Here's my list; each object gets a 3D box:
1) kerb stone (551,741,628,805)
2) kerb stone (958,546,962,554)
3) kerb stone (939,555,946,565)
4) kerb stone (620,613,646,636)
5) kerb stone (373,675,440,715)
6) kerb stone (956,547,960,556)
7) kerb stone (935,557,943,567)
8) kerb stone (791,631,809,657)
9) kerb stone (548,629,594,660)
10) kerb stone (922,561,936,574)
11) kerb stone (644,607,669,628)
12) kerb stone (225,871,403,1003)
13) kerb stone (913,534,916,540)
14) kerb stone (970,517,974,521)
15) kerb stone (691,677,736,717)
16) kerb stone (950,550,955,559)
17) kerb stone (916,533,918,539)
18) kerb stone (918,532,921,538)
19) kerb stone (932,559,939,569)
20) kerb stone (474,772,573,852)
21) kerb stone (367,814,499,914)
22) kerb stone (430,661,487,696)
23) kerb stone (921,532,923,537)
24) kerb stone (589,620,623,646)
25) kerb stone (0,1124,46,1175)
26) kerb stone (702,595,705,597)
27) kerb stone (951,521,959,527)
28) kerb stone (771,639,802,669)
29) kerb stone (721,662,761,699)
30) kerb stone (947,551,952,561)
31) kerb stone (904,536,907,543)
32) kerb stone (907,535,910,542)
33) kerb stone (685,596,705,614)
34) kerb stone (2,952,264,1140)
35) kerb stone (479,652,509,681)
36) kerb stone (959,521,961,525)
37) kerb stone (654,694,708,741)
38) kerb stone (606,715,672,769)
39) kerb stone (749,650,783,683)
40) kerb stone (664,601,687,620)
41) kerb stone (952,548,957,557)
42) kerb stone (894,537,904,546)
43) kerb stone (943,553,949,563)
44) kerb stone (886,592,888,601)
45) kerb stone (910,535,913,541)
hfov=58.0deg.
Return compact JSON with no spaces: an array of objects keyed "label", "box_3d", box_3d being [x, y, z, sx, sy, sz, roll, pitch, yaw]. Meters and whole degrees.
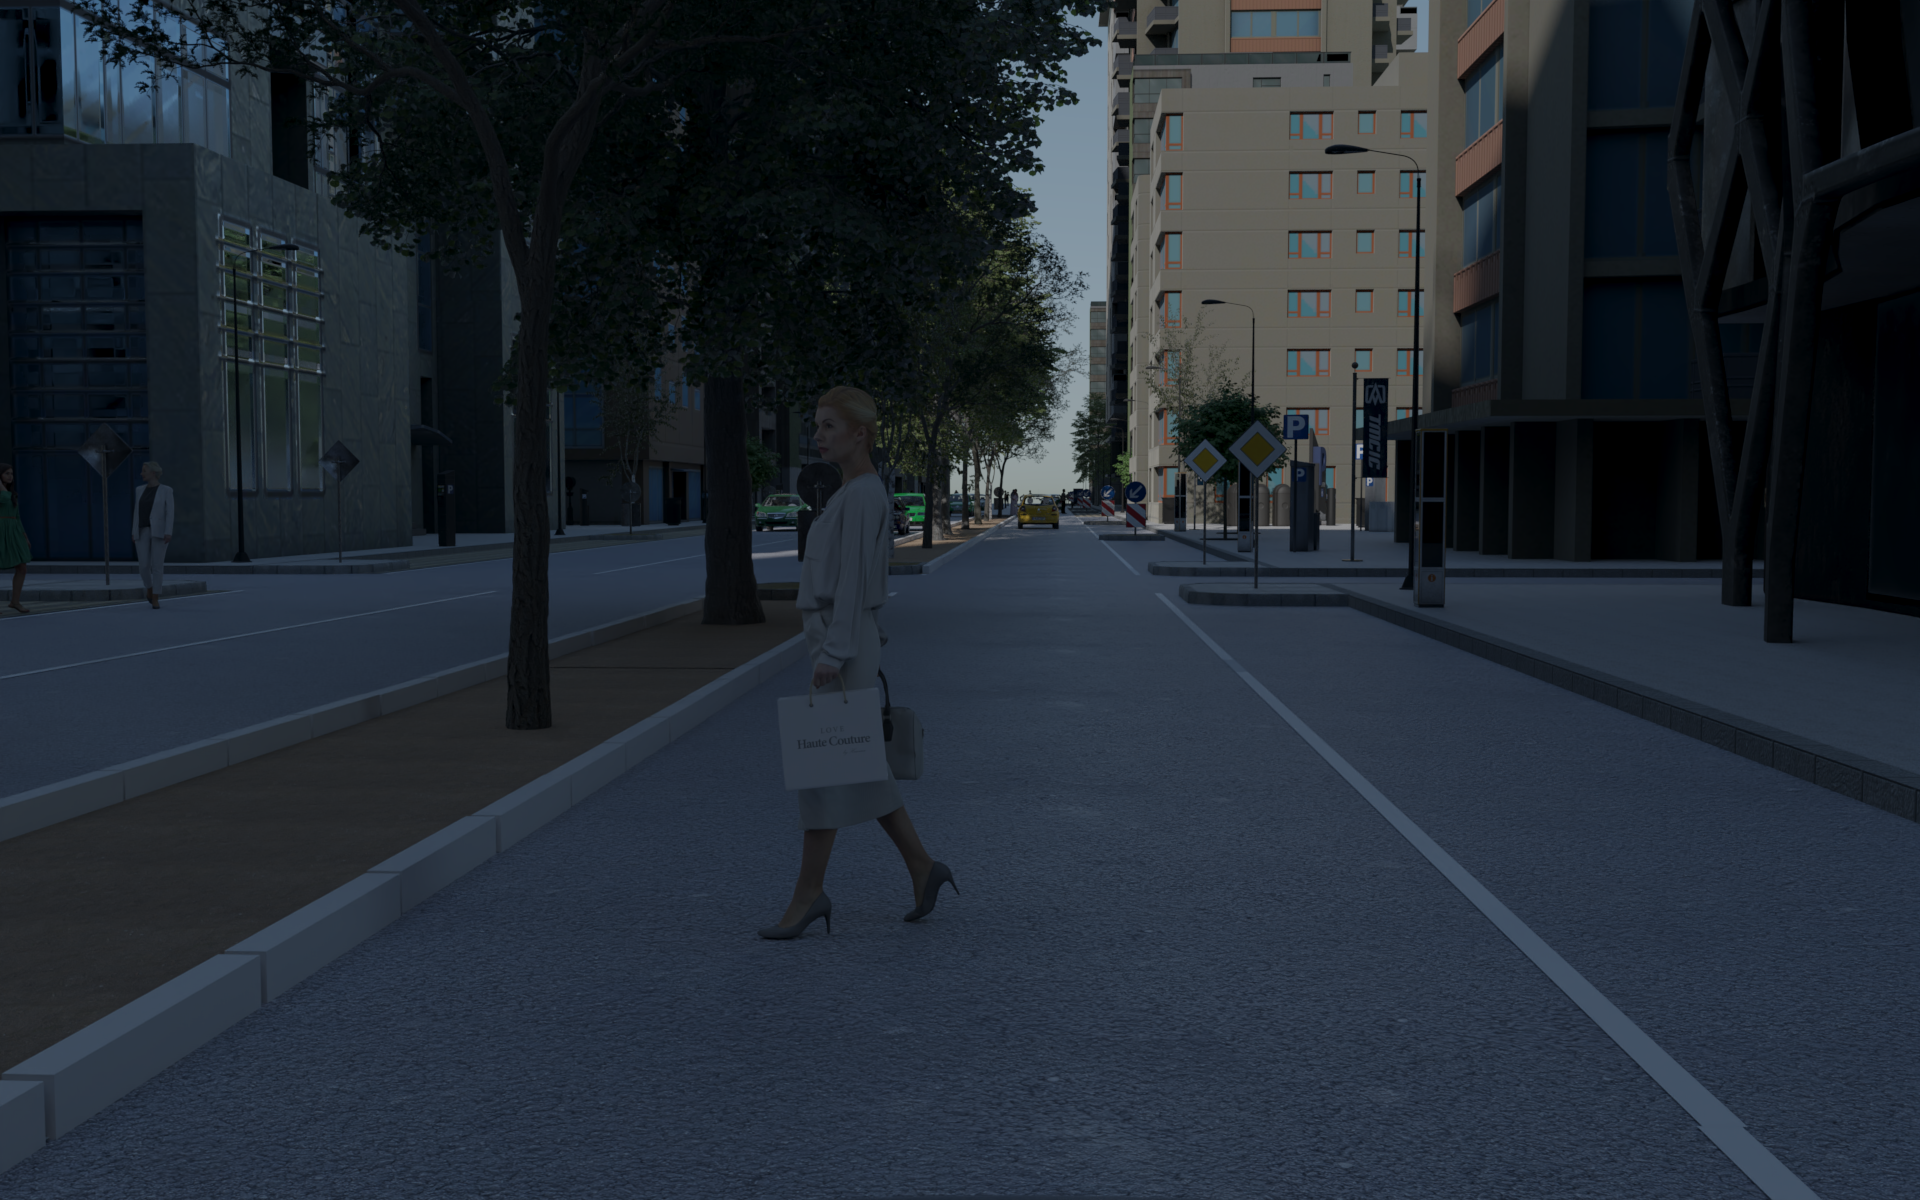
[{"label":"kerb stone","box_3d":[-1.814,0.845,8.446,0.120,0.150,1.000,0,4,3]},{"label":"kerb stone","box_3d":[-0.095,-1.131,40.684,0.120,0.150,1.000,0,4,3]},{"label":"kerb stone","box_3d":[-0.429,-0.755,34.543,0.120,0.150,1.000,0,4,3]},{"label":"kerb stone","box_3d":[-3.419,0.273,17.757,0.120,0.150,1.000,0,4,3]},{"label":"kerb stone","box_3d":[-3.744,0.650,11.618,0.120,0.150,1.000,0,4,3]},{"label":"kerb stone","box_3d":[-0.152,-1.068,39.662,0.120,0.150,1.000,0,4,3]},{"label":"kerb stone","box_3d":[-0.478,-0.693,33.522,0.120,0.150,1.000,0,4,3]},{"label":"kerb stone","box_3d":[-1.428,0.403,15.605,0.120,0.150,1.000,0,4,3]},{"label":"kerb stone","box_3d":[-3.540,0.399,15.711,0.120,0.150,1.000,0,4,3]},{"label":"kerb stone","box_3d":[-0.585,-0.565,31.479,0.120,0.150,1.000,0,4,3]},{"label":"kerb stone","box_3d":[-3.356,0.209,18.777,0.120,0.150,1.000,0,4,3]},{"label":"kerb stone","box_3d":[-1.982,1.031,5.371,0.120,0.150,1.000,0,4,3]},{"label":"kerb stone","box_3d":[-1.531,-1.890,53.096,0.120,0.150,1.000,0,4,3]},{"label":"kerb stone","box_3d":[0.709,-4.457,95.069,0.120,0.150,1.000,0,4,3]},{"label":"kerb stone","box_3d":[-1.655,0.656,11.513,0.120,0.150,1.000,0,4,3]},{"label":"kerb stone","box_3d":[-0.248,-0.938,37.607,0.120,0.150,1.000,0,4,3]},{"label":"kerb stone","box_3d":[-1.485,-1.952,54.117,0.120,0.150,1.000,0,4,3]},{"label":"kerb stone","box_3d":[-1.418,-2.015,55.148,0.120,0.150,1.000,0,4,3]},{"label":"kerb stone","box_3d":[-0.533,-0.630,32.499,0.120,0.150,1.000,0,4,3]},{"label":"kerb stone","box_3d":[-1.866,0.904,7.420,0.120,0.150,1.000,0,4,3]},{"label":"kerb stone","box_3d":[-1.934,0.967,6.399,0.120,0.150,1.000,0,4,3]},{"label":"kerb stone","box_3d":[-3.691,0.585,12.638,0.120,0.150,1.000,0,4,3]},{"label":"kerb stone","box_3d":[-1.372,-2.077,56.177,0.120,0.150,1.000,0,4,3]},{"label":"kerb stone","box_3d":[-3.468,0.334,16.731,0.120,0.150,1.000,0,4,3]},{"label":"kerb stone","box_3d":[-2.098,1.161,3.311,0.120,0.150,1.000,0,4,3]},{"label":"kerb stone","box_3d":[-3.204,0.021,21.852,0.120,0.150,1.000,0,4,3]},{"label":"kerb stone","box_3d":[-0.226,-3.394,77.682,0.120,0.150,1.000,0,4,3]},{"label":"kerb stone","box_3d":[-1.483,0.466,14.585,0.120,0.150,1.000,0,4,3]},{"label":"kerb stone","box_3d":[-1.603,0.592,12.538,0.120,0.150,1.000,0,4,3]},{"label":"kerb stone","box_3d":[-0.310,-0.880,36.586,0.120,0.150,1.000,0,4,3]},{"label":"kerb stone","box_3d":[-1.695,-1.703,50.034,0.120,0.150,1.000,0,4,3]},{"label":"kerb stone","box_3d":[-1.645,-1.762,51.055,0.120,0.150,1.000,0,4,3]},{"label":"kerb stone","box_3d":[-3.262,0.093,20.825,0.120,0.150,1.000,0,4,3]},{"label":"kerb stone","box_3d":[-2.039,1.095,4.340,0.120,0.150,1.000,0,4,3]},{"label":"kerb stone","box_3d":[-3.638,0.525,13.669,0.120,0.150,1.000,0,4,3]},{"label":"kerb stone","box_3d":[-0.161,-3.456,78.702,0.120,0.150,1.000,0,4,3]},{"label":"kerb stone","box_3d":[-1.702,0.717,10.492,0.120,0.150,1.000,0,4,3]},{"label":"kerb stone","box_3d":[-1.761,0.781,9.467,0.120,0.150,1.000,0,4,3]},{"label":"kerb stone","box_3d":[-1.543,0.529,13.562,0.120,0.150,1.000,0,4,3]},{"label":"kerb stone","box_3d":[-3.318,0.146,19.803,0.120,0.150,1.000,0,4,3]},{"label":"kerb stone","box_3d":[-0.202,-1.002,38.641,0.120,0.150,1.000,0,4,3]},{"label":"kerb stone","box_3d":[-1.752,-1.640,49.014,0.120,0.150,1.000,0,4,3]},{"label":"kerb stone","box_3d":[-0.367,-0.815,35.566,0.120,0.150,1.000,0,4,3]},{"label":"kerb stone","box_3d":[-1.050,-0.030,22.770,0.120,0.150,1.000,0,4,3]},{"label":"kerb stone","box_3d":[-1.593,-1.827,52.076,0.120,0.150,1.000,0,4,3]}]
